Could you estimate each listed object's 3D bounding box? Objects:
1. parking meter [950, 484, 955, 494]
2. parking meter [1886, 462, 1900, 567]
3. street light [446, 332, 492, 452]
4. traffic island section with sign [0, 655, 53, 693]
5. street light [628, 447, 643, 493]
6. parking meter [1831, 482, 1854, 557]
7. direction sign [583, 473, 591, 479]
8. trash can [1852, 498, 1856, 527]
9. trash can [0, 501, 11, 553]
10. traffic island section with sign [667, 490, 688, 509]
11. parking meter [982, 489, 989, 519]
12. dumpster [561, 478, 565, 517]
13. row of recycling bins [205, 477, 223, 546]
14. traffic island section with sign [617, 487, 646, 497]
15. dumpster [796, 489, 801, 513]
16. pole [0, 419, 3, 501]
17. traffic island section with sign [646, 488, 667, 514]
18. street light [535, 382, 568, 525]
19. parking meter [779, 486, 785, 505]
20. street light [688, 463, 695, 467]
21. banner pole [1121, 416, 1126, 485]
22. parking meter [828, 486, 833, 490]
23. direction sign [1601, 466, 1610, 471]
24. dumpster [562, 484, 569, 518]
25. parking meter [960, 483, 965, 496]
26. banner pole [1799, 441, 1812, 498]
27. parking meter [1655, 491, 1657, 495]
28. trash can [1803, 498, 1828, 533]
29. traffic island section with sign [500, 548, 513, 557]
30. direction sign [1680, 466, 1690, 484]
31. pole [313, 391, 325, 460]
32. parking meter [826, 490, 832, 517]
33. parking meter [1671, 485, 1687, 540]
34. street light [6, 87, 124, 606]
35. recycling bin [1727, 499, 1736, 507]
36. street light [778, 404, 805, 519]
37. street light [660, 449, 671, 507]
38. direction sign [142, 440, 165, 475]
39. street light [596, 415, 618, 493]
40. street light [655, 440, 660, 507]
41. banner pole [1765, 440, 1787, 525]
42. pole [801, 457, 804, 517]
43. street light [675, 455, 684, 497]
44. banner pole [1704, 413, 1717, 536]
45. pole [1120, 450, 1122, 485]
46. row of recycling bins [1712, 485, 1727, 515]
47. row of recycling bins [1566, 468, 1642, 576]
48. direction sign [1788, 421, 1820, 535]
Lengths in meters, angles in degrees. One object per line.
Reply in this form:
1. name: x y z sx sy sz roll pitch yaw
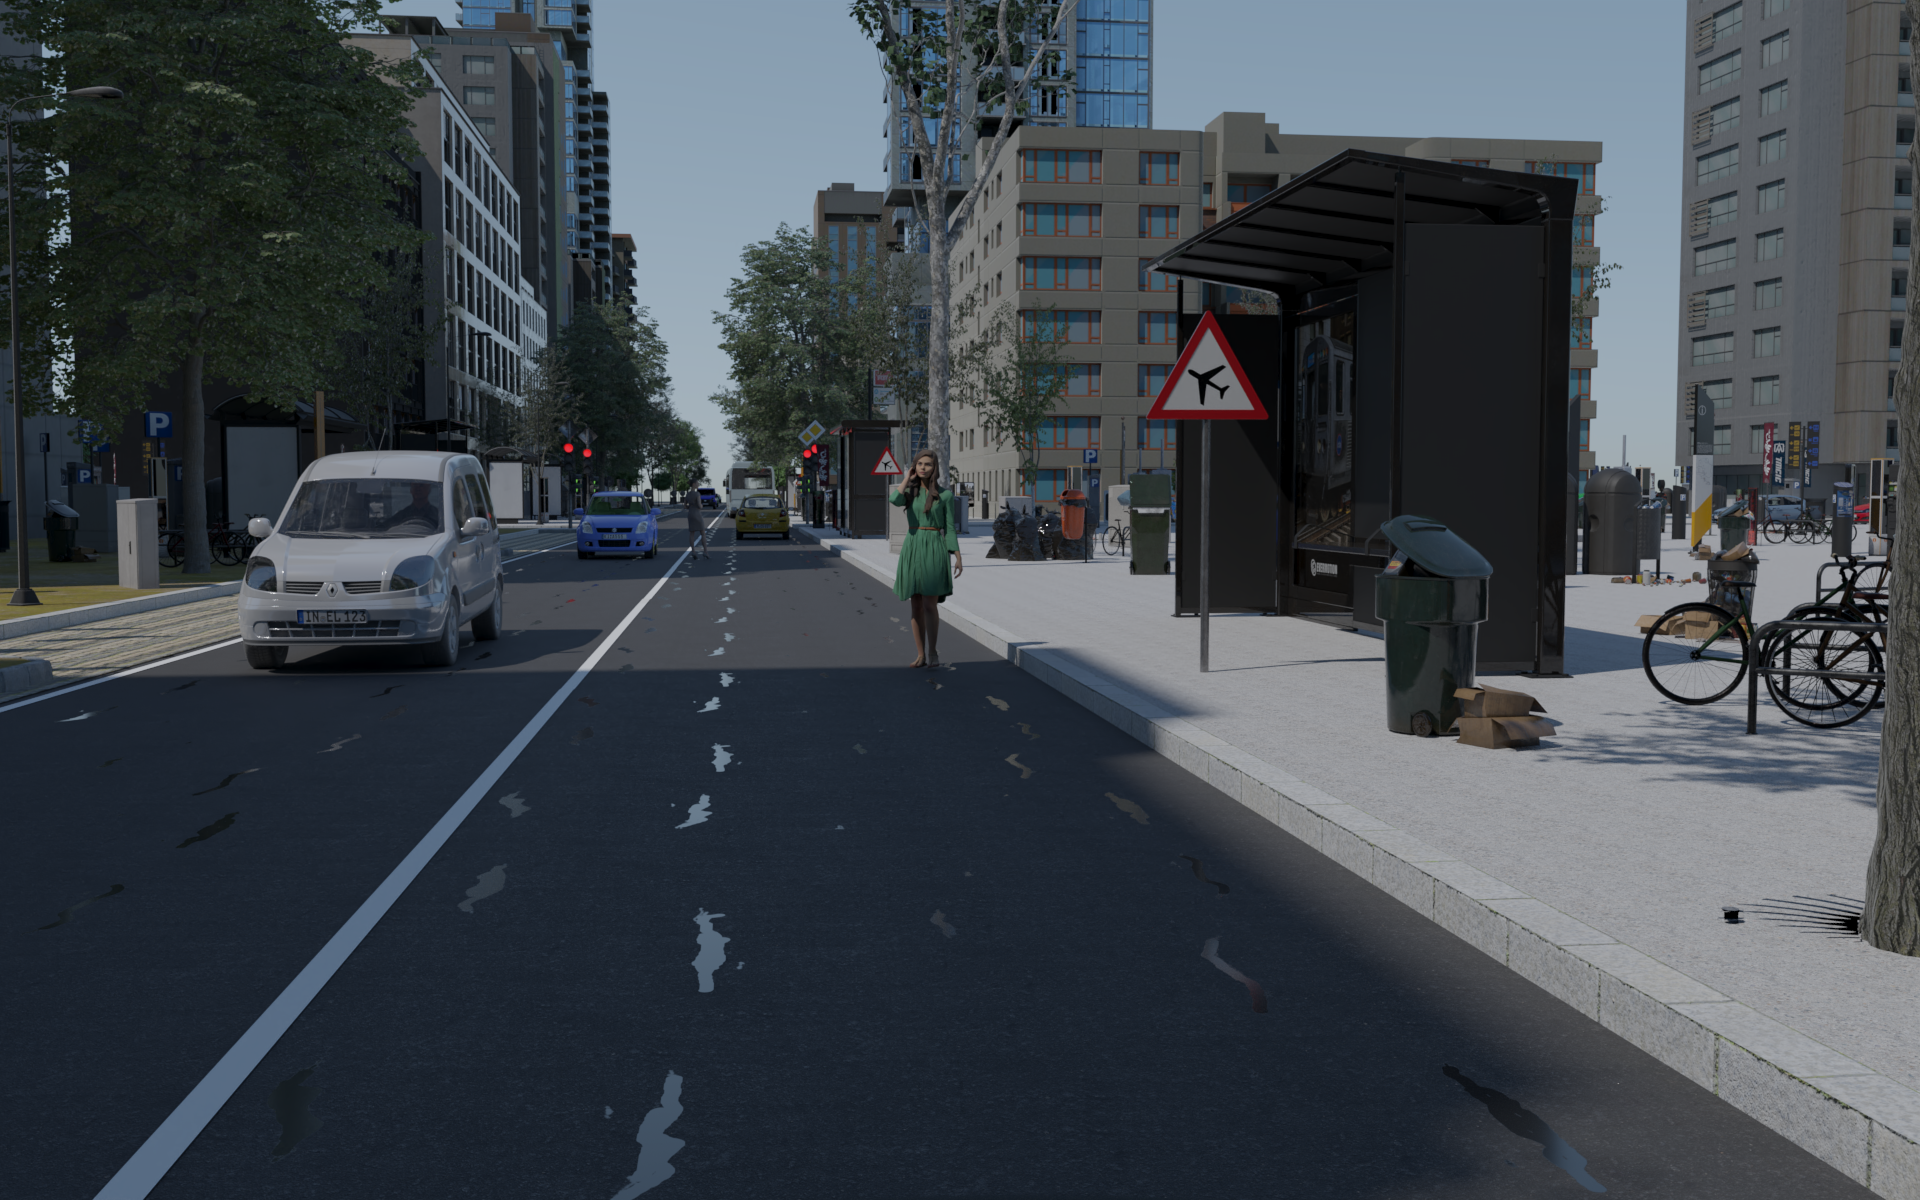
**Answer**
1. parking meter: -0.504 -5.833 101.082 0.399 1.863 0.255 2 4 31
2. parking meter: 15.752 -1.423 28.980 0.399 1.863 0.255 -1 4 -12
3. street light: -14.095 -4.716 49.650 1.470 5.913 1.316 0 4 -7
4. traffic island section with sign: -7.888 -0.247 12.661 1.989 1.847 2.006 0 4 -7
5. street light: -24.604 -9.720 131.458 1.470 5.913 1.316 0 4 -7
6. parking meter: 17.984 -1.644 35.294 0.372 1.533 0.369 0 3 0
7. direction sign: -19.851 -6.131 92.237 0.379 3.537 0.876 -3 4 -36
8. trash can: 32.949 -3.232 64.504 0.748 1.137 0.748 0 3 0
9. trash can: -21.234 -1.615 38.054 0.748 1.137 0.748 0 3 0
10. traffic island section with sign: -28.093 -9.898 170.463 1.989 1.847 2.006 0 4 -7
11. parking meter: 1.308 -4.941 89.191 0.372 1.533 0.369 0 3 0
12. dumpster: -22.714 -5.783 97.050 1.502 2.255 1.985 0 4 -7
13. row of recycling bins: -17.926 -2.219 43.394 1.069 1.692 3.534 0 4 -4
14. traffic island section with sign: -18.404 -5.269 94.778 1.989 1.847 2.006 0 4 -7
15. dumpster: -10.622 -6.926 118.997 1.264 1.857 1.865 0 4 -7
16. pole: -25.137 -3.146 45.283 0.158 3.312 0.155 0 3 0
17. traffic island section with sign: -21.853 -6.919 121.754 1.989 1.847 2.006 0 4 -7
18. street light: -16.924 -6.075 71.873 1.470 5.913 1.316 0 4 -7
19. parking meter: -12.644 -7.180 123.096 0.399 1.863 0.255 3 5 39
20. street light: -40.982 -17.587 260.087 1.470 5.913 1.316 0 4 -7
21. banner pole: 5.279 -4.031 55.919 0.401 3.779 0.863 1 4 12
22. parking meter: -9.255 -7.223 123.806 0.255 1.863 0.399 0 4 4
23. direction sign: 52.157 -9.056 140.067 0.876 3.537 0.379 -1 4 -18
24. dumpster: -21.702 -5.369 93.538 1.264 1.857 1.865 0 4 -7
25. parking meter: 0.124 -5.032 87.976 0.255 1.863 0.399 0 4 -4
26. banner pole: 39.612 -5.579 81.230 0.401 3.779 0.863 -1 4 -18
27. parking meter: 58.711 -8.442 146.438 0.372 1.533 0.369 0 3 0
28. trash can: 28.532 -2.821 57.781 0.748 1.137 0.748 0 3 0
29. traffic island section with sign: -11.373 -1.911 39.874 1.989 1.847 2.006 0 4 -7
30. direction sign: 54.631 -8.475 130.564 0.876 3.537 0.379 -1 4 -22
31. pole: -12.732 -2.485 34.468 0.158 3.312 0.155 0 3 0
32. parking meter: -7.477 -5.530 98.824 0.372 1.533 0.369 0 3 0
33. parking meter: 20.344 -2.482 48.989 0.372 1.533 0.369 0 3 0
34. street light: -10.248 -2.894 19.858 1.470 5.913 1.316 0 4 -7
35. recycling bin: 39.549 -4.649 88.572 0.722 1.027 0.722 -1 4 -11
36. street light: -8.433 -7.064 88.037 1.470 5.913 1.316 0 4 -7
37. street light: -30.487 -12.585 178.311 1.470 5.913 1.316 0 4 -7
38. direction sign: -33.852 -4.942 72.797 0.876 3.537 0.379 -1 4 -22
39. street light: -20.766 -7.898 101.665 1.470 5.913 1.316 0 4 -7
40. street light: -26.608 -10.720 147.817 1.470 5.913 1.316 0 4 -7
41. banner pole: 33.389 -4.955 71.034 0.863 3.779 0.401 2 4 24
42. pole: -8.640 -6.196 95.154 0.158 3.312 0.155 0 3 0
43. street light: -34.288 -14.408 208.109 1.470 5.913 1.316 0 4 -7
44. banner pole: 23.120 -3.891 53.628 0.401 3.779 0.863 -1 4 -15
45. pole: 7.494 -5.270 80.014 0.158 3.312 0.155 0 3 0
46. row of recycling bins: 34.900 -4.466 80.134 1.069 1.692 3.534 2 4 29
47. row of recycling bins: 9.068 -1.266 27.806 3.534 1.692 1.069 1 4 10
48. direction sign: 26.299 -3.795 54.045 0.876 3.537 0.379 3 4 37
